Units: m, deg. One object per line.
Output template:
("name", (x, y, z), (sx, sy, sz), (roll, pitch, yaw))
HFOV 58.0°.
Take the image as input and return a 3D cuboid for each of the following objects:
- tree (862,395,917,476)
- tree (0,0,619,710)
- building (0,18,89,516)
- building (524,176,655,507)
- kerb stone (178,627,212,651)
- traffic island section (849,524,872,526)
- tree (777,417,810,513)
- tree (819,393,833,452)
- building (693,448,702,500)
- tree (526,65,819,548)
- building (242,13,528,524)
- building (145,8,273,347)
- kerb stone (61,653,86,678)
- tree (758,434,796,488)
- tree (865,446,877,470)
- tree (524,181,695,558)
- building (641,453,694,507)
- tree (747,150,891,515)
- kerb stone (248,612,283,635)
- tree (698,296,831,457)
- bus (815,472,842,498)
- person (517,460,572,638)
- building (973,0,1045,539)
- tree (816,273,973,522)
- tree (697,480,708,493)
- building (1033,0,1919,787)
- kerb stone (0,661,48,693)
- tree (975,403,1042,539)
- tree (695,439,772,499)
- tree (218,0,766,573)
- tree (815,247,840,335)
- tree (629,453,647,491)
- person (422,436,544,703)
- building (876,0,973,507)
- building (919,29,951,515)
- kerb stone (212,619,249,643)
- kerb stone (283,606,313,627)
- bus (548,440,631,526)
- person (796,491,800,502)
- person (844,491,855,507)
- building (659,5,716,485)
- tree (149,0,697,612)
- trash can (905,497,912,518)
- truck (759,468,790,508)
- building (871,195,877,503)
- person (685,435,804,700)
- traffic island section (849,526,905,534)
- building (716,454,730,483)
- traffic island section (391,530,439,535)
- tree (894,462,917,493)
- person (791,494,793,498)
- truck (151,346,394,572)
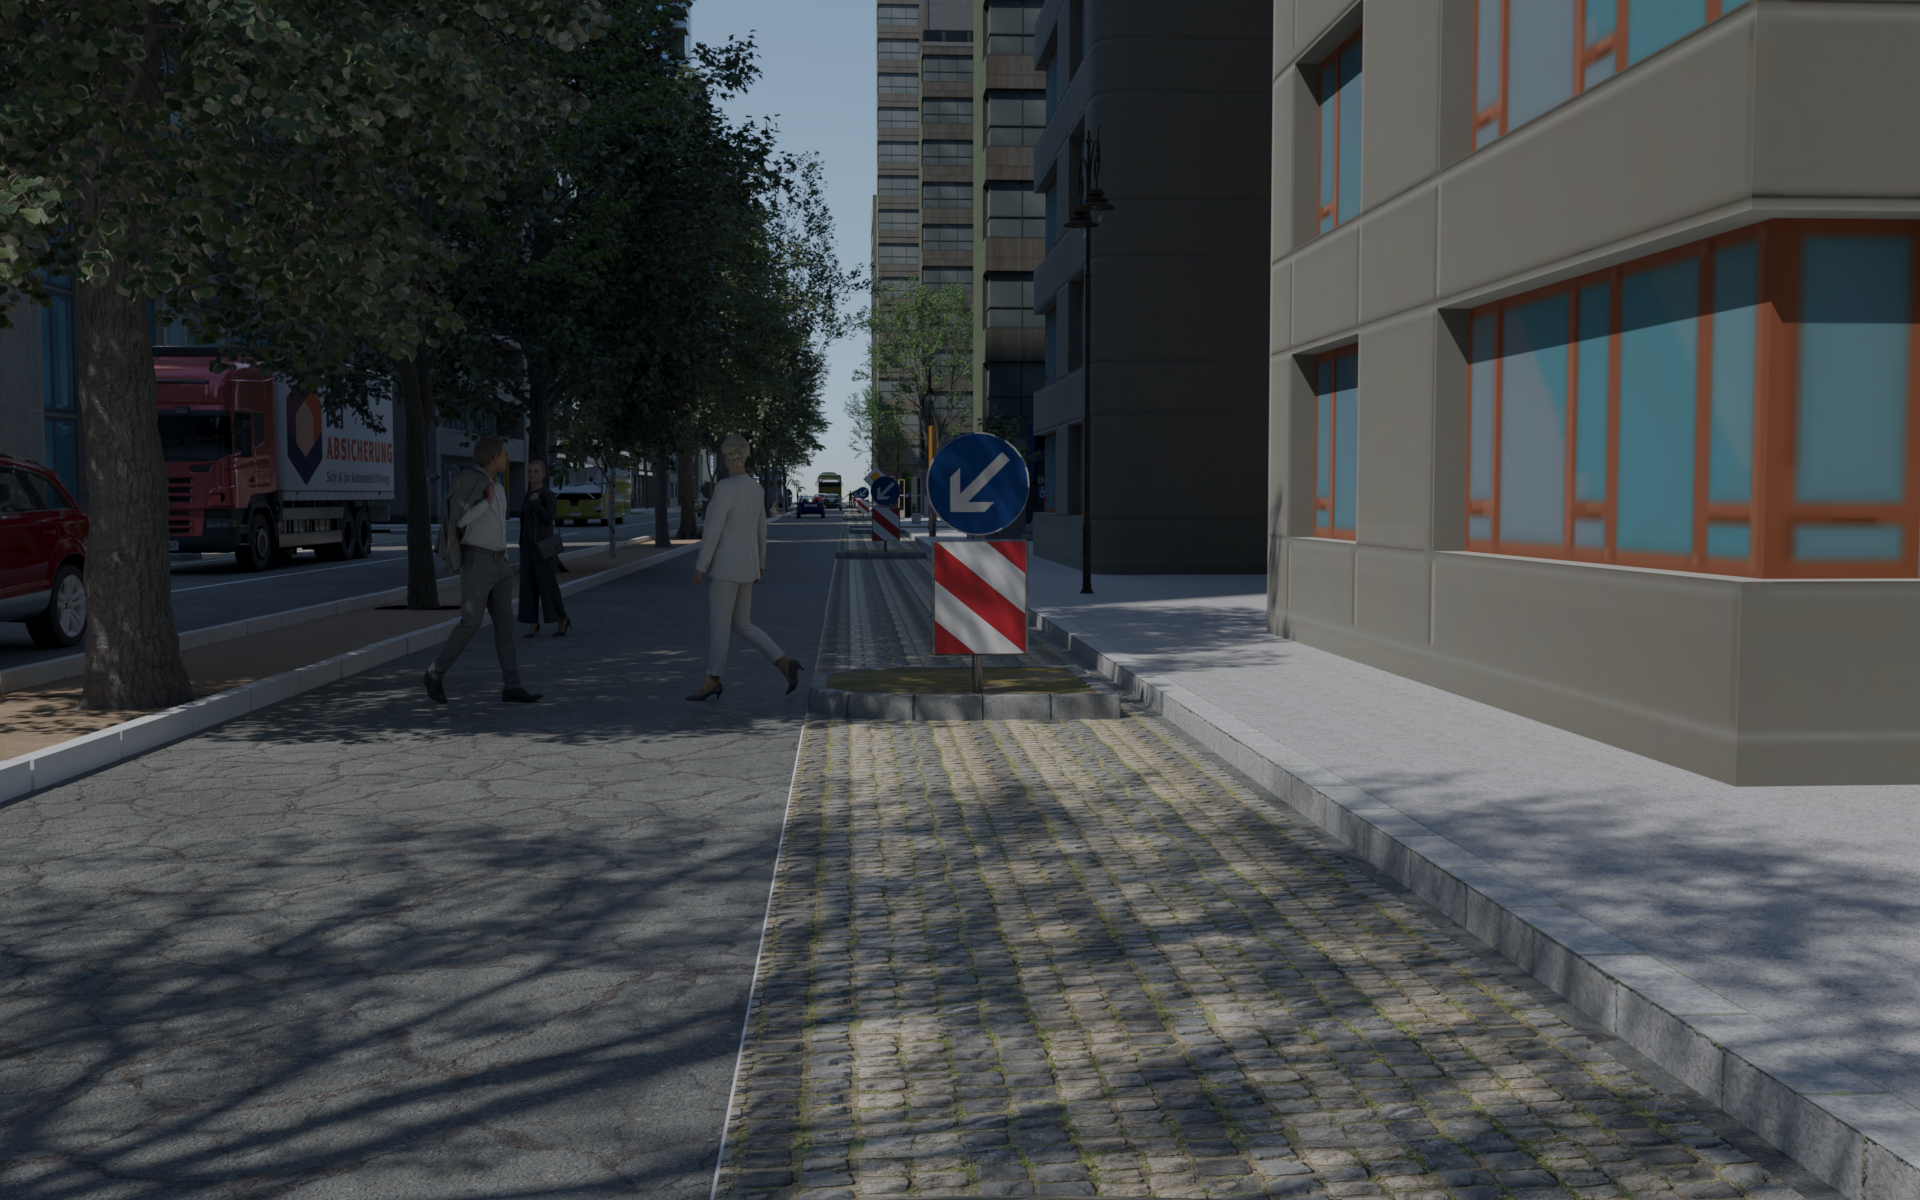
("tree", (-5.029, -10.882, 128.289), (4.737, 8.622, 4.395), (0, 3, 0))
("tree", (-5.544, -6.244, 11.195), (9.857, 13.997, 8.962), (0, 3, 0))
("building", (-36.699, -26.181, 47.663), (30.456, 49.044, 23.786), (0, 4, -4))
("building", (-40.668, -32.974, 158.736), (23.786, 49.044, 30.456), (0, 4, -4))
("kerb stone", (-7.139, 0.384, 15.914), (0.120, 0.150, 1.000), (0, 4, -4))
("traffic island section", (-3.567, -3.003, 71.379), (2.009, 0.180, 2.903), (0, 4, -4))
("tree", (-14.433, -11.709, 144.258), (4.360, 8.622, 3.978), (0, 3, 0))
("tree", (-11.568, -11.255, 104.596), (7.486, 12.596, 7.792), (0, 3, 0))
("building", (-39.310, -32.285, 211.448), (14.154, 41.232, 14.086), (0, 4, -4))
("tree", (-7.767, -7.623, 45.221), (7.486, 12.596, 7.792), (0, 3, 0))
("building", (-33.393, -28.002, 81.534), (21.300, 48.544, 21.600), (0, 4, -4))
("building", (-37.032, -30.319, 115.319), (23.786, 49.044, 30.456), (0, 4, -4))
("kerb stone", (-7.010, 0.509, 13.874), (0.120, 0.150, 1.000), (0, 4, -4))
("tree", (-13.461, -10.542, 125.181), (4.737, 8.622, 4.395), (0, 3, 0))
("tree", (-10.823, -17.356, 234.131), (4.360, 8.622, 3.978), (0, 3, 0))
("tree", (-7.805, -5.246, 38.595), (4.737, 8.622, 4.395), (0, 3, 0))
("building", (-44.450, -21.112, 190.221), (27.650, 21.520, 28.899), (0, 4, -4))
("tree", (-10.323, -14.431, 94.294), (12.611, 20.169, 13.585), (0, 3, 0))
("kerb stone", (-7.268, 0.259, 17.958), (0.120, 0.150, 1.000), (0, 4, -4))
("tree", (-10.522, -8.939, 83.021), (8.767, 10.594, 7.601), (0, 4, -4))
("bus", (-14.588, -12.309, 192.798), (2.896, 3.916, 12.252), (0, 4, -5))
("person", (-4.227, -0.520, 17.421), (0.576, 1.772, 0.534), (1, 4, 19))
("building", (7.280, -17.351, 55.390), (14.160, 30.474, 14.107), (0, 4, -4))
("tree", (-1.230, -9.480, 80.751), (9.928, 11.665, 9.643), (0, 3, 0))
("tree", (-30.558, -13.049, 207.960), (1.663, 3.219, 1.824), (0, 3, 0))
("building", (16.262, -10.836, 22.212), (27.650, 21.520, 28.899), (0, 4, -4))
("kerb stone", (-6.935, 0.572, 12.848), (0.120, 0.150, 1.000), (0, 4, -4))
("tree", (0.748, -2.607, 37.220), (1.663, 3.219, 1.824), (0, 3, 0))
("tree", (-8.839, -6.672, 61.901), (4.360, 8.622, 3.978), (0, 3, 0))
("tree", (-7.606, -6.820, 30.967), (9.611, 12.733, 9.660), (0, 3, 0))
("tree", (-8.644, -8.271, 54.702), (9.611, 12.733, 9.660), (0, 3, 0))
("tree", (-27.342, -11.739, 142.295), (4.360, 8.622, 3.978), (0, 3, 0))
("person", (-3.295, -0.199, 11.858), (0.850, 1.850, 0.679), (1, 4, 10))
("building", (0.398, -27.757, 137.414), (14.154, 41.232, 14.086), (0, 4, -4))
("building", (4.282, -20.826, 112.207), (14.160, 30.474, 14.107), (0, 4, -4))
("kerb stone", (-7.208, 0.324, 16.934), (0.120, 0.150, 1.000), (0, 4, -4))
("kerb stone", (-7.335, 0.198, 18.979), (0.120, 0.150, 1.000), (0, 4, -4))
("bus", (-17.173, -5.443, 80.539), (2.896, 3.916, 12.252), (0, 4, -5))
("person", (-22.231, -14.029, 237.500), (0.705, 1.869, 1.348), (0, 4, 7))
("person", (-11.768, -10.835, 185.788), (1.348, 1.807, 0.705), (-1, 4, -23))
("building", (-45.400, -56.908, 243.111), (22.319, 86.520, 31.000), (0, 4, -4))
("tree", (-6.759, -5.686, 21.182), (9.928, 11.665, 9.643), (0, 3, 0))
("trash can", (-2.932, -5.041, 94.076), (0.748, 1.137, 0.748), (0, 3, 0))
("truck", (-19.932, -12.051, 186.791), (2.967, 4.110, 18.799), (0, 4, -3))
("building", (-2.799, -39.264, 265.662), (21.300, 48.544, 21.600), (0, 4, -4))
("person", (-1.500, -0.222, 12.004), (0.818, 1.842, 0.514), (0, 4, 5))
("traffic island section", (-3.051, -2.516, 63.411), (2.009, 0.180, 2.903), (0, 4, -4))
("building", (-49.399, -26.344, 275.763), (27.650, 21.520, 28.899), (0, 4, -4))
("traffic island section", (-19.109, -2.453, 62.380), (2.009, 0.180, 2.903), (0, 4, -4))
("tree", (-3.255, -6.637, 103.115), (1.663, 3.219, 1.824), (0, 3, 0))
("person", (-28.934, -17.730, 298.320), (0.705, 1.831, 1.348), (-1, 4, -11))
("truck", (-14.202, -2.825, 35.111), (2.839, 4.237, 11.283), (0, 4, -3))
